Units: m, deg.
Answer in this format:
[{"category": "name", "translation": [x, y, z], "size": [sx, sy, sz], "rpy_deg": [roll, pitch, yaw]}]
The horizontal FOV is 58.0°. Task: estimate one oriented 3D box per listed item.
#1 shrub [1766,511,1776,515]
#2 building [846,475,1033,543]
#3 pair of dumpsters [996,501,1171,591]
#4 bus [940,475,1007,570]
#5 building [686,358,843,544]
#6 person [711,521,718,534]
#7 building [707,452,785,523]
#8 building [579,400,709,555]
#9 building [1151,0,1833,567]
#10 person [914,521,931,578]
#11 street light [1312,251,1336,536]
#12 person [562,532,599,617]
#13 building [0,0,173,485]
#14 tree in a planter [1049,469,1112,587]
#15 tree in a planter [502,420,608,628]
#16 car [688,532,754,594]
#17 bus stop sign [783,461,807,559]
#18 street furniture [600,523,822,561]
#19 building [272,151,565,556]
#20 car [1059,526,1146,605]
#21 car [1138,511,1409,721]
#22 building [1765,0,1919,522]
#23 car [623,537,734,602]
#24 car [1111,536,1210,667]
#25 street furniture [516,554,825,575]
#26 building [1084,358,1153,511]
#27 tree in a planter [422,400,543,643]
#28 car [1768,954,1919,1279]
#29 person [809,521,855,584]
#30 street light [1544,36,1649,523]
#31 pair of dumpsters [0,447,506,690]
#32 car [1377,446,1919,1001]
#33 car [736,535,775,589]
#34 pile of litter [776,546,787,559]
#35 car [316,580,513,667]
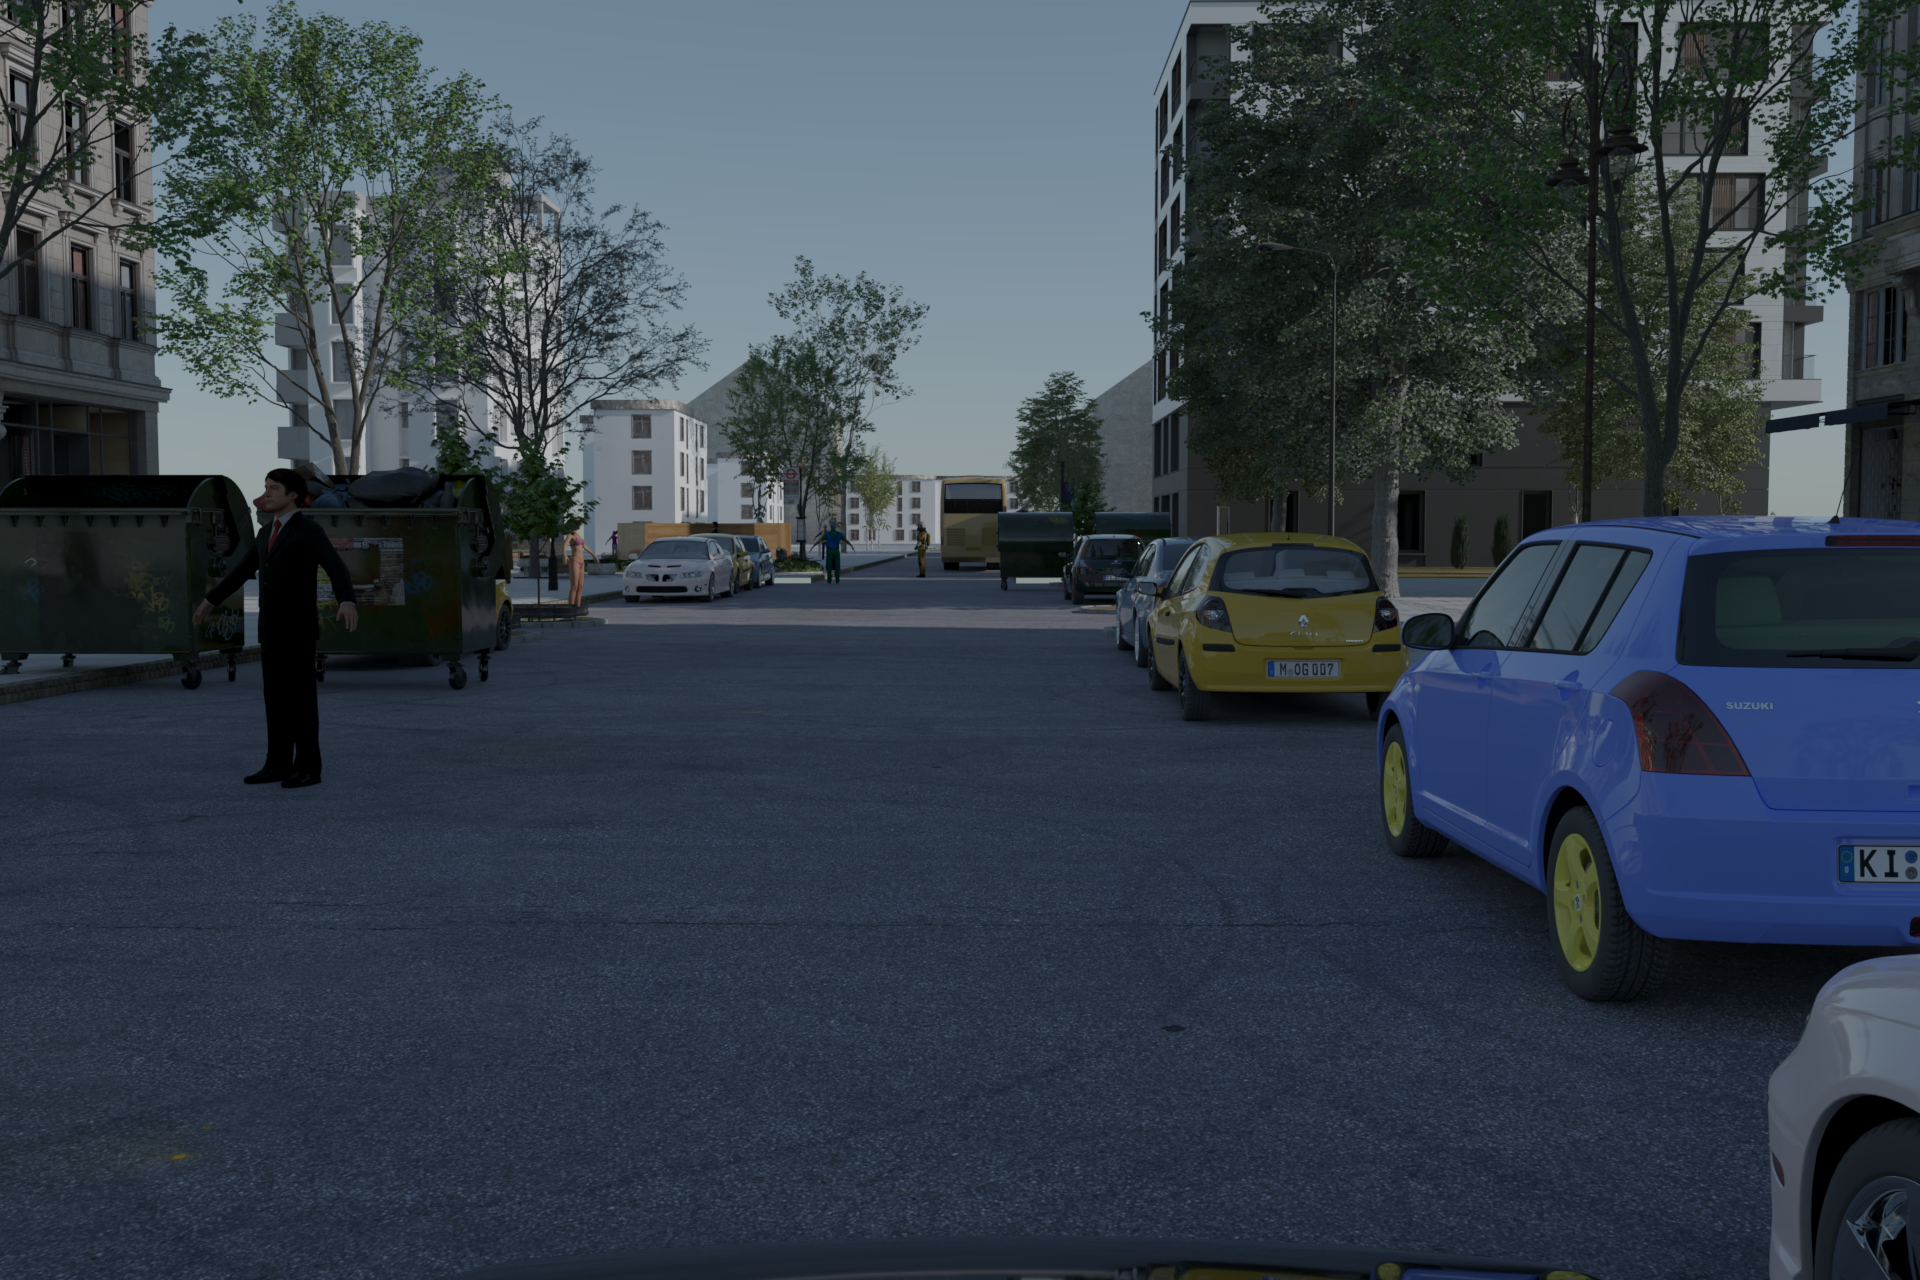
[{"category": "shrub", "translation": [27.587, -3.359, 58.966], "size": [1.661, 2.075, 1.752], "rpy_deg": [0, 3, 0]}, {"category": "building", "translation": [-3.610, -18.403, 245.500], "size": [28.070, 9.664, 9.099], "rpy_deg": [0, 4, -3]}, {"category": "pair of dumpsters", "translation": [3.148, -2.406, 44.290], "size": [4.436, 2.255, 1.574], "rpy_deg": [0, 4, 1]}, {"category": "bus", "translation": [0.535, -4.895, 71.579], "size": [2.896, 3.916, 12.252], "rpy_deg": [0, 4, 0]}, {"category": "building", "translation": [-24.862, -23.895, 221.618], "size": [19.493, 23.208, 18.063], "rpy_deg": [0, 4, 0]}, {"category": "person", "translation": [-8.935, -3.412, 62.512], "size": [0.721, 1.740, 1.216], "rpy_deg": [0, 4, -6]}, {"category": "building", "translation": [-23.904, -15.248, 191.456], "size": [9.099, 9.664, 28.070], "rpy_deg": [0, 4, 1]}, {"category": "building", "translation": [-22.232, -11.015, 122.236], "size": [9.099, 9.664, 28.070], "rpy_deg": [0, 3, 0]}, {"category": "building", "translation": [22.952, -14.609, 82.838], "size": [27.936, 21.610, 32.646], "rpy_deg": [0, 4, 1]}, {"category": "person", "translation": [-1.290, -2.985, 57.023], "size": [0.705, 1.858, 1.354], "rpy_deg": [0, 4, 7]}, {"category": "street light", "translation": [6.507, -3.377, 27.751], "size": [1.470, 5.913, 1.316], "rpy_deg": [0, 4, 1]}, {"category": "person", "translation": [-6.597, -1.273, 30.075], "size": [0.721, 1.733, 1.217], "rpy_deg": [1, 4, 15]}, {"category": "building", "translation": [-28.069, -11.040, 30.474], "size": [10.553, 20.879, 40.483], "rpy_deg": [0, 4, 1]}, {"category": "tree in a planter", "translation": [3.449, -3.086, 47.680], "size": [1.991, 3.239, 1.994], "rpy_deg": [0, 4, 1]}, {"category": "tree in a planter", "translation": [-6.651, -1.836, 27.241], "size": [1.991, 3.239, 1.994], "rpy_deg": [0, 4, 2]}, {"category": "car", "translation": [-6.141, -1.985, 42.678], "size": [2.015, 1.641, 3.980], "rpy_deg": [0, 4, 1]}, {"category": "bus stop sign", "translation": [-6.038, -4.567, 63.378], "size": [0.855, 3.939, 0.416], "rpy_deg": [0, 4, 2]}, {"category": "street furniture", "translation": [-9.925, -3.929, 71.089], "size": [11.010, 1.723, 9.812], "rpy_deg": [3, 5, 44]}, {"category": "building", "translation": [-27.994, -14.108, 87.091], "size": [16.016, 20.090, 11.380], "rpy_deg": [0, 4, 1]}, {"category": "car", "translation": [3.125, -1.641, 36.620], "size": [2.009, 1.686, 4.222], "rpy_deg": [0, 3, 0]}, {"category": "car", "translation": [2.562, -0.273, 14.685], "size": [2.015, 1.641, 3.980], "rpy_deg": [0, 4, 1]}, {"category": "building", "translation": [28.648, -17.962, 39.785], "size": [12.429, 33.558, 17.177], "rpy_deg": [0, 4, 1]}, {"category": "car", "translation": [-6.097, -1.563, 37.909], "size": [2.083, 1.381, 4.827], "rpy_deg": [0, 4, 1]}, {"category": "car", "translation": [2.781, -0.482, 19.887], "size": [2.014, 1.417, 4.499], "rpy_deg": [0, 4, 1]}, {"category": "street furniture", "translation": [-9.569, -2.509, 56.650], "size": [10.072, 0.657, 5.734], "rpy_deg": [0, 4, 1]}, {"category": "building", "translation": [24.767, -23.163, 209.645], "size": [19.493, 23.208, 18.063], "rpy_deg": [0, 4, 1]}, {"category": "tree in a planter", "translation": [-6.741, -1.594, 23.290], "size": [1.991, 3.239, 1.994], "rpy_deg": [0, 4, 2]}, {"category": "car", "translation": [2.218, 0.702, 0.882], "size": [2.083, 1.381, 4.827], "rpy_deg": [0, 3, 0]}, {"category": "person", "translation": [-3.646, -2.513, 49.677], "size": [1.347, 1.817, 0.704], "rpy_deg": [-1, 4, -16]}, {"category": "street light", "translation": [6.099, -2.690, 16.771], "size": [0.468, 5.910, 1.993], "rpy_deg": [0, 4, 1]}, {"category": "pair of dumpsters", "translation": [-6.648, -0.693, 16.289], "size": [4.436, 2.255, 1.574], "rpy_deg": [0, 4, 1]}, {"category": "car", "translation": [2.744, 0.183, 6.598], "size": [1.945, 1.707, 3.694], "rpy_deg": [0, 4, 1]}, {"category": "car", "translation": [-6.082, -2.144, 47.062], "size": [2.014, 1.417, 4.499], "rpy_deg": [0, 4, 1]}, {"category": "pile of litter", "translation": [-6.176, -2.951, 62.214], "size": [1.176, 0.858, 1.719], "rpy_deg": [0, 4, 2]}, {"category": "car", "translation": [-6.470, -0.596, 19.970], "size": [2.015, 1.641, 3.980], "rpy_deg": [0, 4, 1]}]
